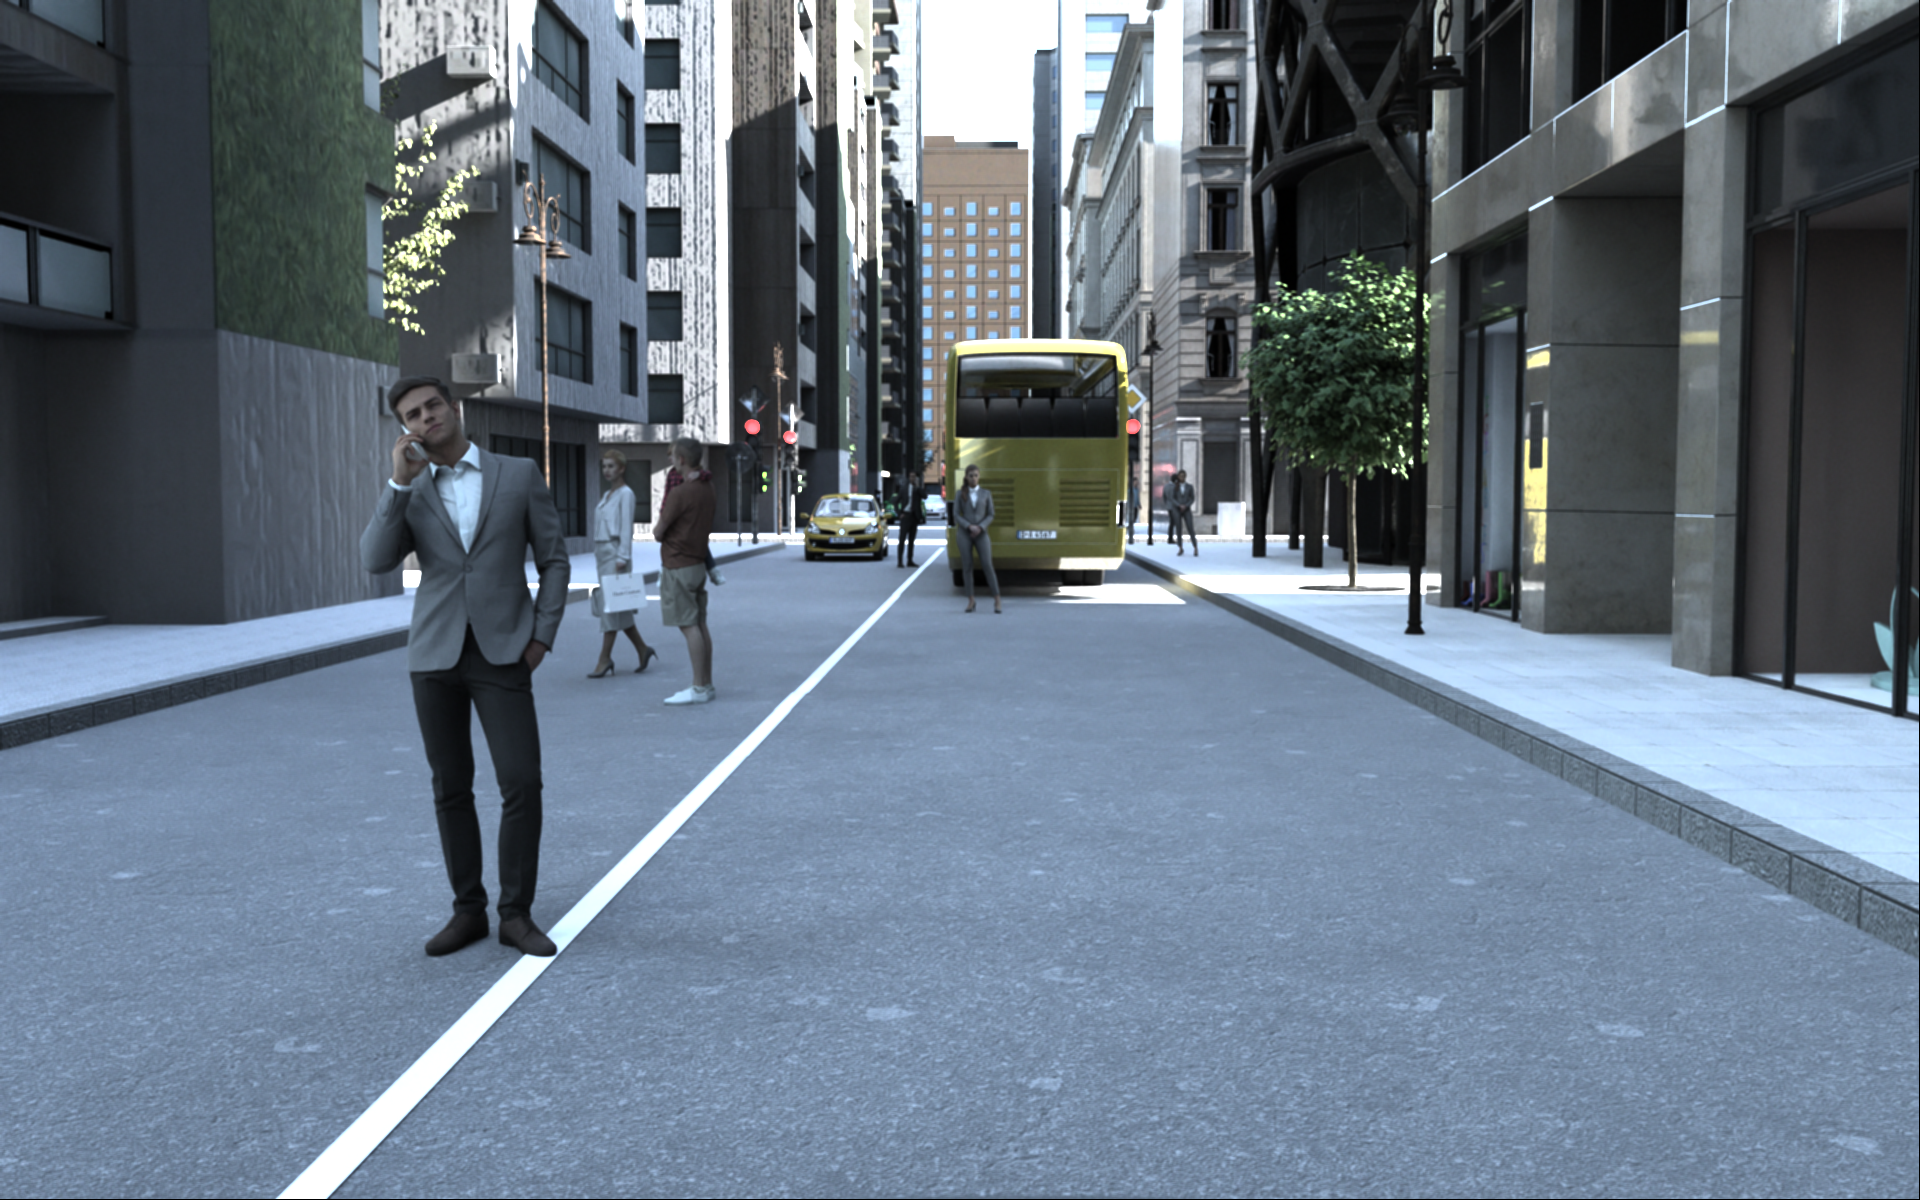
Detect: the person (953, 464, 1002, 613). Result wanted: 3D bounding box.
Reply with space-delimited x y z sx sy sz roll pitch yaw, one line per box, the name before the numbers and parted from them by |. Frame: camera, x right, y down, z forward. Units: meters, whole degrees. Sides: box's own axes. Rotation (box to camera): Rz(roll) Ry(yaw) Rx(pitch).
person | 0.209 -0.745 20.957 0.520 1.790 0.573 -1 4 -19

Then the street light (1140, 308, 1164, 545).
street light | 4.765 -4.307 43.199 0.468 5.910 1.993 0 4 1

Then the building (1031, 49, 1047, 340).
building | 23.323 -41.561 221.527 28.212 58.520 21.231 0 4 1

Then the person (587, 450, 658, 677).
person | -2.673 -0.296 13.690 0.624 1.780 0.694 -1 4 -22

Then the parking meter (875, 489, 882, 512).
parking meter | -4.228 -4.971 89.688 0.372 1.533 0.369 0 3 0

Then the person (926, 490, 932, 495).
person | -3.355 -11.020 186.930 1.217 1.736 0.721 -1 4 -20

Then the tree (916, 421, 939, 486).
tree | -4.184 -13.774 175.571 4.360 8.622 3.978 0 3 0

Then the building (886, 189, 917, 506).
building | -11.443 -23.961 163.469 14.160 30.474 14.107 0 4 1

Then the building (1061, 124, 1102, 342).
building | 13.323 -19.398 114.423 12.463 27.353 25.104 0 4 1

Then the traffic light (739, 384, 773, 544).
traffic light | -5.221 -3.380 44.182 0.839 4.253 0.868 0 4 1

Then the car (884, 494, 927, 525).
car | -2.579 -4.468 81.850 1.959 1.807 4.718 0 4 3

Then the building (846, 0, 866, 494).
building | -15.689 -47.428 88.116 22.319 86.520 31.000 0 4 1

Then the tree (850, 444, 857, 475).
tree | -8.304 -7.790 111.080 4.285 4.588 4.351 0 3 0

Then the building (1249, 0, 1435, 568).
building | 14.037 -10.160 33.571 16.820 18.784 16.811 0 4 1

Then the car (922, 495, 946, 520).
car | -1.680 -5.243 98.079 2.083 1.381 4.827 0 4 0

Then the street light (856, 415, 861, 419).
street light | -4.856 -6.575 80.290 0.468 5.910 1.993 0 4 1

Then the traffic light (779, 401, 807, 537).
traffic light | -5.056 -3.868 52.165 0.839 4.253 0.868 0 4 1

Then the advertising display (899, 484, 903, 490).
advertising display | -3.835 -6.548 112.281 0.123 1.923 0.974 0 4 -8

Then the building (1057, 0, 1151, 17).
building | 18.917 -37.281 151.548 21.231 58.520 28.212 0 4 1

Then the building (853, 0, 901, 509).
building | -16.340 -29.789 141.681 22.147 44.769 28.867 0 4 1

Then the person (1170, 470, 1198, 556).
person | 4.668 -1.817 36.027 0.520 1.790 0.573 -1 4 -9

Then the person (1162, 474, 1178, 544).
person | 5.487 -2.345 44.558 0.473 1.802 0.592 -1 4 -10

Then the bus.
bus | 1.076 -2.341 29.830 2.896 3.916 12.252 0 4 0

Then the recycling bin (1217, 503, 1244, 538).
recycling bin | 8.003 -2.364 51.204 0.722 1.027 0.722 0 4 4

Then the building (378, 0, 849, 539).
building | -11.386 -17.586 59.235 14.160 30.474 14.107 0 4 1

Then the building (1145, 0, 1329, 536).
building | 15.604 -12.706 56.898 18.267 20.994 9.793 0 4 1

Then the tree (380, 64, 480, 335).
tree | -9.336 -4.540 24.588 4.737 8.622 4.395 0 3 0

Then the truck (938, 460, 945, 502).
truck | -0.281 -9.522 144.594 2.839 4.237 11.283 0 4 1

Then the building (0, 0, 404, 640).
building | -14.262 -20.220 14.191 14.154 41.232 14.086 0 4 1

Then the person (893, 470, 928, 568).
person | -0.960 -1.598 33.983 0.648 1.900 0.474 -2 4 -26

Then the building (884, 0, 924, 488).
building | -14.743 -46.052 191.202 20.611 71.187 20.563 0 4 1

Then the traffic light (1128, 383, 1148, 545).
traffic light | 4.338 -3.369 44.001 0.839 4.253 0.868 0 4 1

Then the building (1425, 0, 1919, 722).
building | 14.691 -12.097 2.299 19.350 26.468 34.151 0 4 1

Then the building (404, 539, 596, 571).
building | -14.074 -16.091 34.785 14.107 30.474 14.160 0 4 1

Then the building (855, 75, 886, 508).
building | -12.891 -21.319 120.272 14.160 30.474 14.107 0 4 1

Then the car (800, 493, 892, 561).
car | -2.498 -1.730 38.505 2.015 1.641 3.980 0 3 0

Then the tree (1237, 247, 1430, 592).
tree | 5.350 -2.417 23.232 4.285 4.588 4.351 0 3 0

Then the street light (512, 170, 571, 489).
street light | -6.033 -3.203 25.155 0.468 5.910 1.993 0 4 1

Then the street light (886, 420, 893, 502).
street light | -4.415 -8.288 108.302 0.468 5.910 1.993 0 4 1

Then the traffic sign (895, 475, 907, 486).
traffic sign | -3.892 -6.989 114.377 0.768 2.556 0.104 0 4 6

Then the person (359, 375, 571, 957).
person | -1.530 0.199 5.436 0.592 1.802 0.473 1 4 8

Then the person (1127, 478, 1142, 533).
person | 5.646 -3.105 56.828 0.620 1.820 0.660 2 4 32

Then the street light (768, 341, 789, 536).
street light | -5.497 -4.879 52.553 0.468 5.910 1.993 0 4 1

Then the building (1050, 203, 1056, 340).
building | 15.979 -24.602 173.946 14.160 30.474 14.107 0 4 1

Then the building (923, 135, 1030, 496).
building | 1.545 -34.787 218.882 14.200 45.320 14.600 0 4 1

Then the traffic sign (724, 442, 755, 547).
traffic sign | -5.381 -2.576 42.230 0.768 2.556 0.104 1 4 9

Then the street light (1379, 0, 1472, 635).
street light | 4.172 -2.626 15.720 0.468 5.910 1.993 0 4 1

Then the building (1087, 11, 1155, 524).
building | 15.176 -15.517 86.983 16.112 22.955 30.059 0 4 1

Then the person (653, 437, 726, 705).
person | -1.881 -0.215 11.985 0.573 1.828 0.580 -2 4 -34
